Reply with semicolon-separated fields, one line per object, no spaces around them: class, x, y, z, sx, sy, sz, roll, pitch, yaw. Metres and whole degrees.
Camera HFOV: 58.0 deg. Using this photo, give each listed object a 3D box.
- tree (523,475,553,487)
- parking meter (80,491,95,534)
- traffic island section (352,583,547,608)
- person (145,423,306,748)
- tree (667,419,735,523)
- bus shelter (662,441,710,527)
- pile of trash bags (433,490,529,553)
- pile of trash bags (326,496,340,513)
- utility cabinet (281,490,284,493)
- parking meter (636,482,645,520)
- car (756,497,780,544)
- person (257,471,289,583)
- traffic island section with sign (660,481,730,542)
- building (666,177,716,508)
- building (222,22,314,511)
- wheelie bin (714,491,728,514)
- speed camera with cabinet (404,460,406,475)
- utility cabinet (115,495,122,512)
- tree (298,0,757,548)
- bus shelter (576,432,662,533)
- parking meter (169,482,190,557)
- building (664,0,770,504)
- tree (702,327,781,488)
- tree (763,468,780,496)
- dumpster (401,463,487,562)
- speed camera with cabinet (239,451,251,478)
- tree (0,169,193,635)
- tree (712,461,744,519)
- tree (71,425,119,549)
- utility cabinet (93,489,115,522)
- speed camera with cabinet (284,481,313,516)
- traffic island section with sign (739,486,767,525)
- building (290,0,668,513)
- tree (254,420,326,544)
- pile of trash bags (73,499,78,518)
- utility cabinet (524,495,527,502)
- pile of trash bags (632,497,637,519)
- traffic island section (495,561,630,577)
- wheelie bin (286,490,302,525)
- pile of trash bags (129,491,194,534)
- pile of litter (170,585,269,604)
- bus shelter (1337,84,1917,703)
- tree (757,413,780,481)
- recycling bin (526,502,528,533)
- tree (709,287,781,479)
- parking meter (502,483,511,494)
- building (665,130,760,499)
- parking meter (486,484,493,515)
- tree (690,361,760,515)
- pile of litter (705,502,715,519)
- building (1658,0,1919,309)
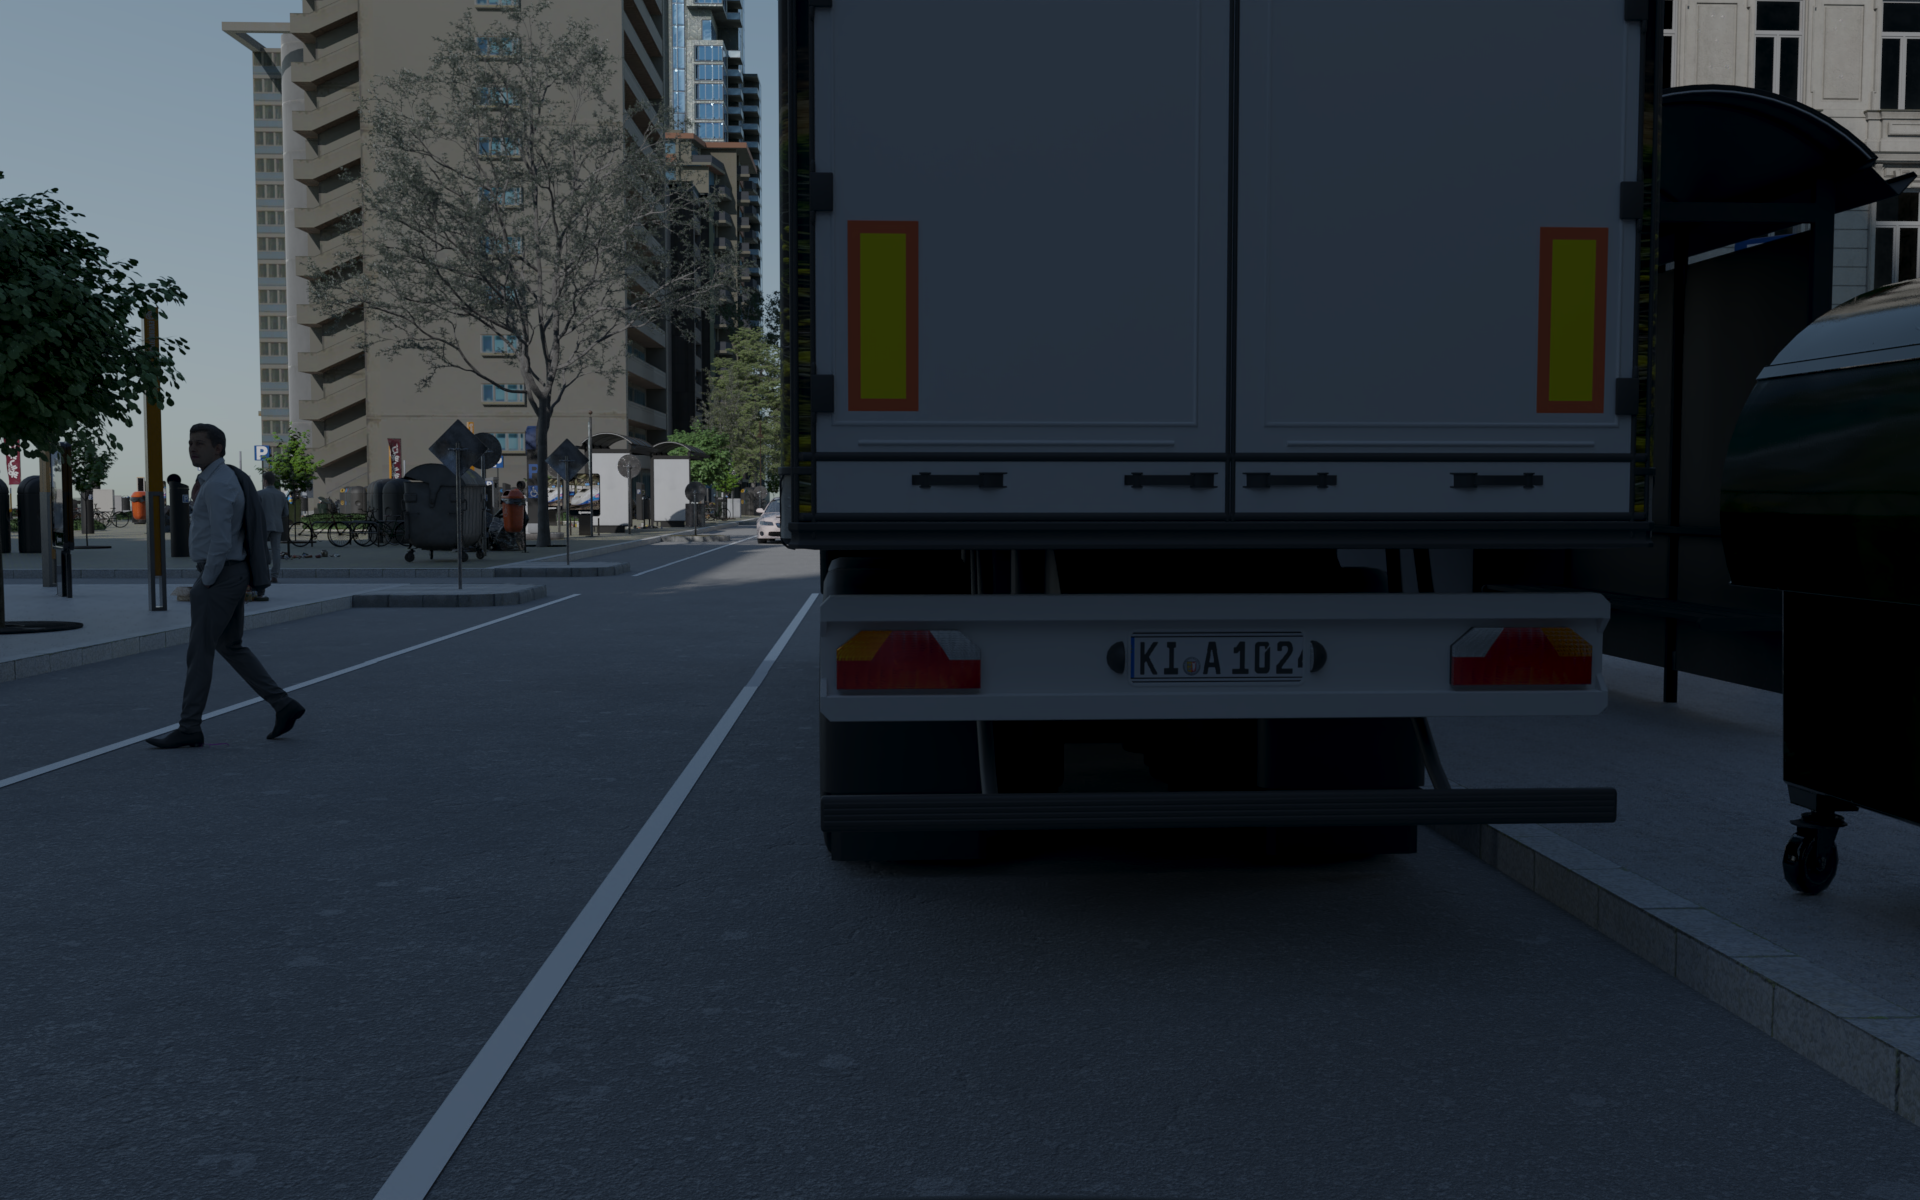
tree;-23.450;-6.217;96.255;1.663;3.219;1.824;0;3;0
parking meter;-28.108;-2.898;55.786;0.372;1.533;0.369;0;3;0
traffic island section;-6.758;-0.065;23.346;2.009;0.180;2.903;0;4;-2
person;-4.219;-0.081;9.918;0.850;1.850;0.679;-1;4;-22
tree;-11.409;-5.652;76.128;4.285;4.588;4.351;0;3;0
bus shelter;-11.282;-4.612;69.334;2.014;3.302;5.546;0;4;-2
pile of trash bags;-10.559;-1.778;38.822;1.912;1.369;3.447;-3;4;-38
pile of trash bags;-36.218;-5.679;102.607;3.447;1.369;1.912;2;4;30
utility cabinet;-38.832;-5.543;99.311;1.173;1.500;0.318;2;4;24
parking meter;-15.688;-4.857;85.118;0.399;1.863;0.255;2;4;30
car;-4.975;-2.403;51.651;2.083;1.381;4.827;0;4;-1
person;-11.236;-1.184;28.058;0.583;1.804;0.606;3;4;36
traffic island section with sign;-8.073;-2.715;53.011;1.989;1.847;2.006;0;4;-2
building;-30.195;-23.685;158.945;14.160;30.474;14.107;0;4;-2
building;-38.383;-27.362;139.257;32.217;40.220;23.993;0;4;-2
wheelie bin;-13.992;-5.731;101.609;0.980;1.594;0.693;1;4;16
speed camera with cabinet;-32.669;-6.600;102.251;0.660;3.252;2.038;0;4;4
utility cabinet;-45.535;-5.000;92.914;1.020;1.237;0.306;-2;4;-28
tree;-10.162;-8.042;41.851;12.009;13.543;11.850;0;3;0
bus shelter;-11.706;-4.013;59.536;2.014;3.302;5.546;0;4;-3
parking meter;-15.912;-1.646;35.328;0.372;1.533;0.369;0;3;0
building;-37.417;-56.671;239.235;22.319;86.520;31.000;0;4;-2
tree;-13.912;-12.226;118.016;7.486;12.596;7.792;0;3;0
tree;-14.137;-8.344;131.018;1.663;3.219;1.824;0;3;0
dumpster;-9.907;-1.683;33.272;1.264;1.857;1.865;0;4;-3
speed camera with cabinet;-33.624;-5.199;79.346;2.038;3.252;0.660;-2;4;-34
tree;-9.181;-1.992;16.291;4.285;4.588;4.351;0;3;0
tree;-11.978;-5.724;88.196;1.663;3.219;1.824;0;3;0
tree;-20.729;-2.822;40.741;1.663;3.219;1.824;0;3;0
utility cabinet;-39.577;-4.347;79.745;1.173;1.500;0.318;-1;4;-8
speed camera with cabinet;-37.396;-6.338;97.957;0.660;3.252;2.038;1;4;12
traffic island section with sign;-9.300;-4.435;81.136;1.989;1.847;2.006;0;4;-2
building;-31.795;-30.129;116.309;21.300;48.544;21.600;0;4;-2
tree;-17.468;-3.108;45.422;1.663;3.219;1.824;0;3;0
pile of trash bags;-44.657;-4.638;85.584;1.912;1.369;3.447;-2;4;-27
utility cabinet;-23.447;-5.138;95.175;1.020;1.237;0.306;-1;4;-9
pile of trash bags;-17.211;-4.779;87.895;3.447;1.369;1.912;-2;4;-25
traffic island section;-7.107;-0.553;31.324;2.009;0.180;2.903;0;4;-2
wheelie bin;-27.433;-3.873;71.227;0.693;1.594;0.980;-2;4;-29
pile of trash bags;-26.041;-2.925;57.573;1.912;1.369;3.447;2;4;23
pile of litter;-8.883;-0.420;20.828;1.176;0.858;1.719;-1;4;-8
bus shelter;3.603;-1.066;11.349;2.014;3.302;5.546;0;4;-2
tree;-16.833;-16.208;182.015;9.611;12.733;9.660;0;3;0
recycling bin;-14.184;-2.671;56.225;0.722;1.027;0.722;0;4;6
tree;-13.639;-17.388;140.181;12.611;20.169;13.585;0;3;0
parking meter;-23.580;-5.164;90.135;0.255;1.863;0.399;3;5;40
building;-36.156;-34.008;210.651;22.147;44.769;28.867;0;4;-2
parking meter;-11.956;-2.153;43.617;0.372;1.533;0.369;0;3;0
tree;-13.232;-8.940;96.539;4.360;8.622;3.978;0;3;0
pile of litter;-13.332;-4.735;91.377;1.176;0.858;1.719;3;5;41
building;31.775;-16.636;48.414;44.131;29.872;17.030;0;4;-2
